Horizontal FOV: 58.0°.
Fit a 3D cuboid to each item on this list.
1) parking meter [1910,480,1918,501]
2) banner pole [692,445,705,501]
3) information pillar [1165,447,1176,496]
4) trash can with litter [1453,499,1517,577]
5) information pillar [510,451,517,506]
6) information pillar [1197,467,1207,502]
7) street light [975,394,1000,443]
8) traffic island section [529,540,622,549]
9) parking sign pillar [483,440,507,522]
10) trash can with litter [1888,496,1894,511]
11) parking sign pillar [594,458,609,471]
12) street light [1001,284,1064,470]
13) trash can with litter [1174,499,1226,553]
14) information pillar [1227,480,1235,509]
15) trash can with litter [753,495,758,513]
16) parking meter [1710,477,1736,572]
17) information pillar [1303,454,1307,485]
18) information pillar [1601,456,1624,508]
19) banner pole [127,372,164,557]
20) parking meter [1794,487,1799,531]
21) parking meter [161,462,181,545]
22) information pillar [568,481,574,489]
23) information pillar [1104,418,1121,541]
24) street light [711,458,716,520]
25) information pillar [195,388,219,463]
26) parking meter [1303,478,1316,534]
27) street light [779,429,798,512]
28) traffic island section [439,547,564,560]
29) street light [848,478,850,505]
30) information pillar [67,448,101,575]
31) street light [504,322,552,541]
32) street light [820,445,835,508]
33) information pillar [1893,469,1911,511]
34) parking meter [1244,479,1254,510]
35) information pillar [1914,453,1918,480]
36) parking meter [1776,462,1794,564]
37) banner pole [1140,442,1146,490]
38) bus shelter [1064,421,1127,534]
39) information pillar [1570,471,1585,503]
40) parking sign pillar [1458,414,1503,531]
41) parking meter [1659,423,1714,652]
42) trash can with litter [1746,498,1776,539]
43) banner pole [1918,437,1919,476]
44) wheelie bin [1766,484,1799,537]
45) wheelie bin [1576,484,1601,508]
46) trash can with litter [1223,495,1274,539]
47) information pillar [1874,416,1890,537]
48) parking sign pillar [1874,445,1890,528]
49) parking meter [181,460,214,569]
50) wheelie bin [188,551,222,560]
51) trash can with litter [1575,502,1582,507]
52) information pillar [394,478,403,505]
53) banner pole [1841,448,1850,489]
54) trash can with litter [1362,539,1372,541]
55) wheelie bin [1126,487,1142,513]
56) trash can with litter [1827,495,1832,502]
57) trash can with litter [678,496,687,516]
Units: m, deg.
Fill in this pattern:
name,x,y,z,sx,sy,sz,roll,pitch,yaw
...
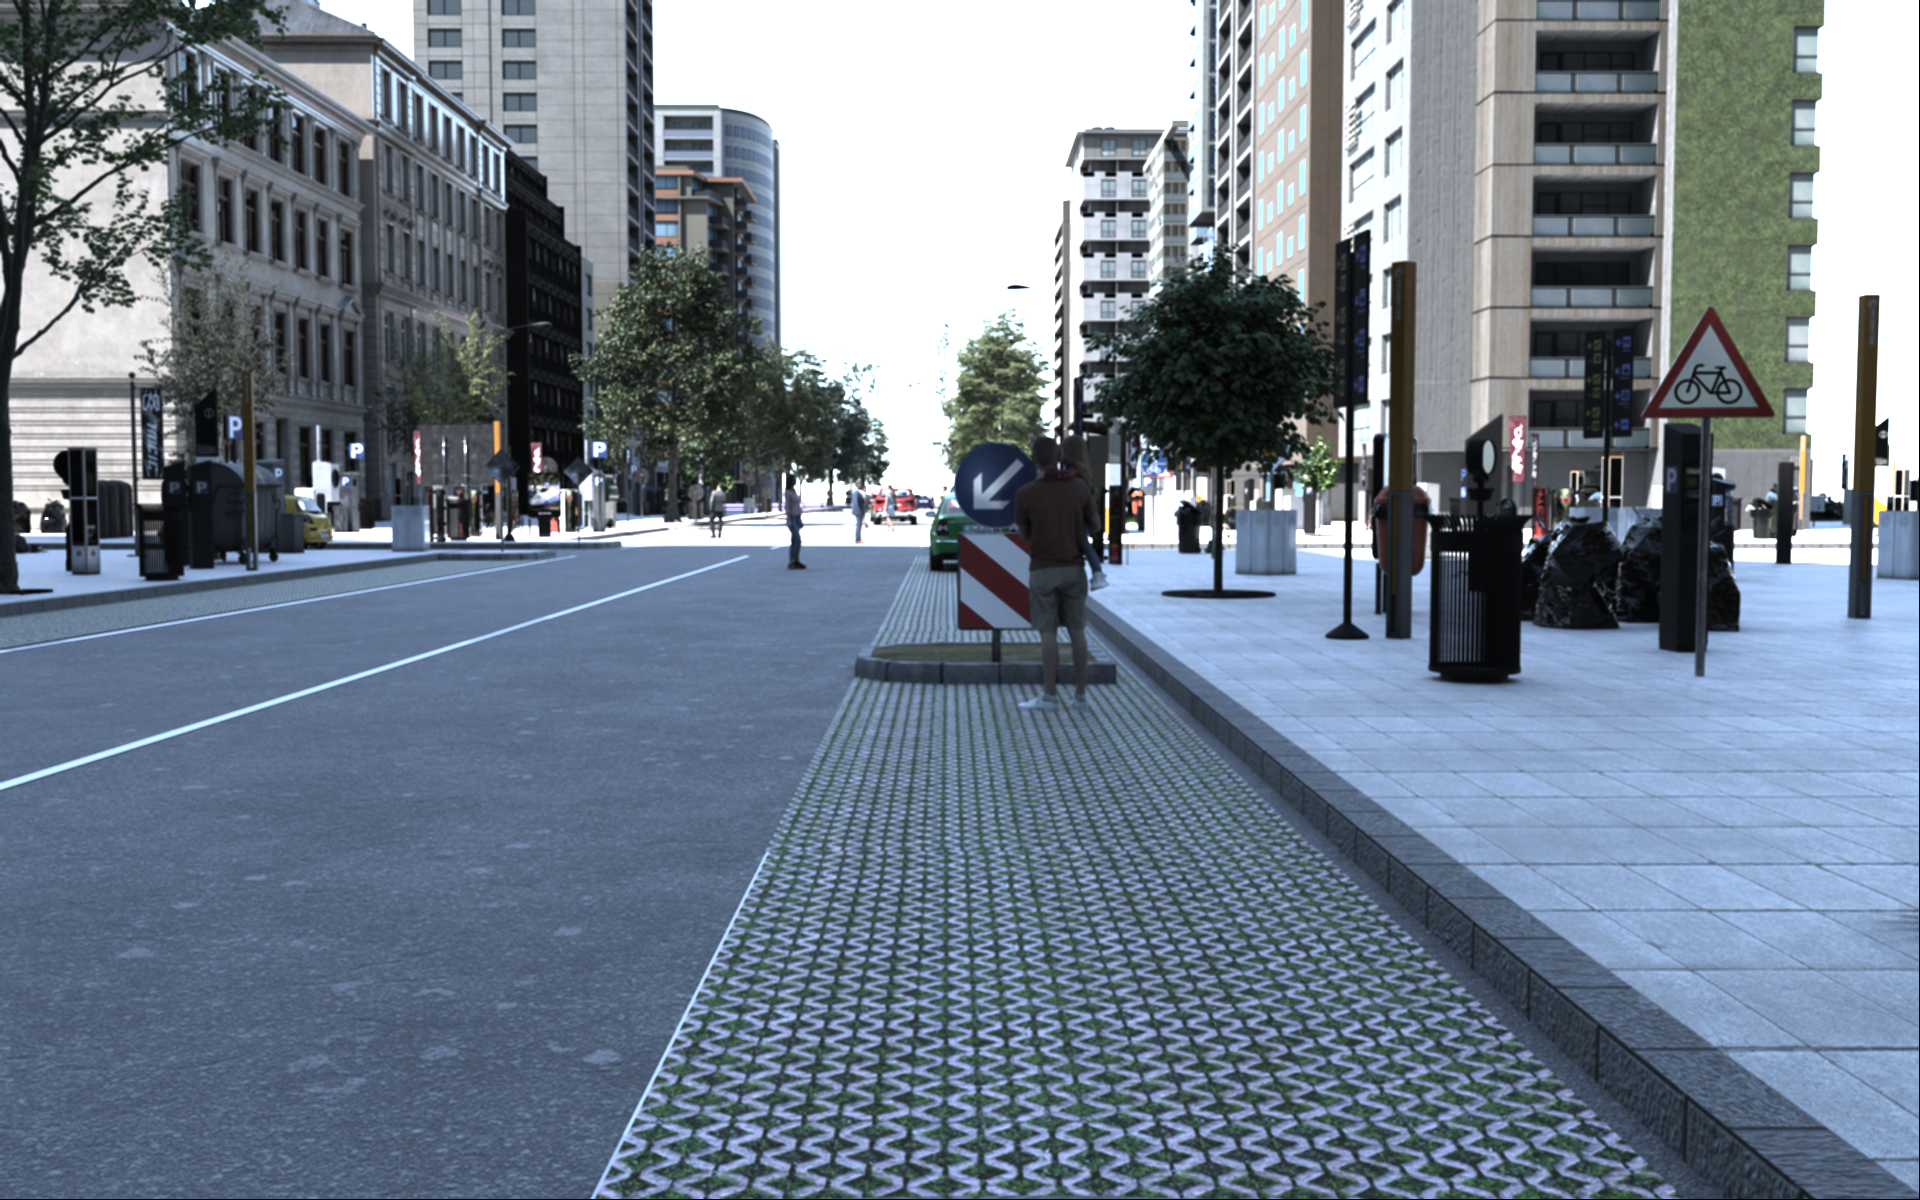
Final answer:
name,x,y,z,sx,sy,sz,roll,pitch,yaw
parking meter,39.582,-4.041,71.782,0.399,1.863,0.255,-2,4,-30
banner pole,-13.374,-6.017,88.388,0.863,3.779,0.401,1,4,13
information pillar,9.506,-5.307,78.122,0.504,3.616,0.183,2,4,25
trash can with litter,8.463,-0.973,26.959,1.678,1.210,2.233,0,4,-5
information pillar,-22.336,-5.802,86.219,0.504,3.616,0.183,-1,4,-13
information pillar,11.915,-5.738,85.168,0.504,3.616,0.183,-1,4,-10
street light,1.413,-6.617,80.733,1.470,5.913,1.316,0,4,0
traffic island section,-10.258,-1.484,46.540,2.009,0.180,2.903,0,4,0
parking sign pillar,-21.078,-5.542,79.090,1.447,3.967,1.447,1,4,11
trash can with litter,58.179,-5.904,107.914,0.624,1.170,1.055,-1,4,-15
parking sign pillar,-22.420,-7.366,108.902,1.447,3.967,1.447,2,4,28
street light,1.724,-4.034,38.504,1.470,5.913,1.316,0,4,0
trash can with litter,5.218,-1.611,37.728,1.055,1.170,0.624,0,4,-7
information pillar,14.248,-5.293,91.033,0.304,2.012,0.304,-1,4,-22
trash can with litter,-14.184,-6.587,118.761,1.678,1.210,2.233,0,4,-4
parking meter,11.329,-1.062,25.781,0.372,1.533,0.369,0,3,0
information pillar,15.408,-5.259,77.339,0.183,3.616,0.504,0,4,-4
information pillar,12.779,-1.803,33.964,0.304,2.012,0.304,0,4,-6
banner pole,-16.833,-2.800,35.798,0.401,3.779,0.863,3,4,38
parking meter,27.610,-3.002,57.487,0.372,1.533,0.369,0,3,0
parking meter,-14.068,-1.547,31.005,0.399,1.863,0.255,-2,4,-25
information pillar,-21.819,-5.669,97.176,0.304,2.012,0.304,0,4,-3
information pillar,4.209,-3.442,47.626,0.504,3.616,0.183,-3,4,-38
street light,-11.946,-7.015,87.239,1.470,5.913,1.316,0,4,0
information pillar,-16.620,-2.871,38.296,0.504,3.616,0.183,0,4,2
parking meter,11.204,-3.046,55.513,0.399,1.863,0.255,1,4,22
street light,-12.163,-9.193,122.843,1.470,5.913,1.316,0,4,0
traffic island section,-10.204,-0.995,38.556,2.009,0.180,2.903,0,4,0
street light,-12.710,-14.288,206.143,1.470,5.913,1.316,0,4,0
information pillar,-13.969,-1.415,27.627,0.304,2.012,0.304,1,4,14
street light,-11.719,-4.550,46.933,1.470,5.913,1.316,0,4,0
street light,-12.459,-11.658,163.147,1.470,5.913,1.316,0,4,0
information pillar,27.419,-2.810,50.429,0.304,2.012,0.304,-2,4,-25
parking meter,11.134,-3.731,66.719,0.255,1.863,0.399,-1,4,-18
information pillar,55.110,-6.638,99.888,0.183,3.616,0.504,3,4,36
parking meter,15.218,-1.605,31.953,0.255,1.863,0.399,2,4,24
banner pole,8.807,-5.715,83.458,0.401,3.779,0.863,-1,4,-22
bus shelter,4.511,-4.088,58.114,1.731,3.624,6.357,0,4,0
information pillar,19.901,-3.142,55.867,0.304,2.012,0.304,-2,4,-27
parking sign pillar,17.552,-4.272,58.326,1.447,3.967,1.447,-1,4,-12
parking meter,5.928,-0.516,14.143,0.255,1.863,0.399,0,4,-4
trash can with litter,23.035,-2.329,49.467,1.055,1.170,0.624,-1,4,-22
banner pole,41.630,-5.193,74.922,0.401,3.779,0.863,0,4,-3
wheelie bin,24.806,-2.717,52.330,0.980,1.594,0.693,-1,4,-14
wheelie bin,19.976,-2.873,54.878,0.980,1.594,0.693,3,4,36
trash can with litter,8.381,-2.366,49.736,2.233,1.210,1.678,1,4,19
information pillar,27.644,-3.714,52.071,0.504,3.616,0.183,2,4,33
parking sign pillar,34.629,-4.712,65.516,1.447,3.967,1.447,0,4,2
parking meter,-13.084,-1.473,29.788,0.399,1.863,0.255,-3,4,-39
wheelie bin,-14.792,-1.599,34.054,0.693,1.594,0.980,0,4,-7
trash can with litter,17.373,-2.267,48.455,1.055,1.170,0.624,0,4,3
information pillar,-25.831,-4.599,79.687,0.304,2.012,0.304,-1,4,-10
banner pole,48.018,-6.360,94.000,0.401,3.779,0.863,0,4,1
trash can with litter,12.319,-2.231,47.534,1.678,1.210,2.233,-3,5,-42
wheelie bin,8.319,-4.538,82.106,0.693,1.594,0.980,3,5,45
trash can with litter,55.252,-6.027,109.603,1.678,1.210,2.233,3,5,43
trash can with litter,-16.203,-5.423,100.057,0.624,1.170,1.055,-2,4,-31
